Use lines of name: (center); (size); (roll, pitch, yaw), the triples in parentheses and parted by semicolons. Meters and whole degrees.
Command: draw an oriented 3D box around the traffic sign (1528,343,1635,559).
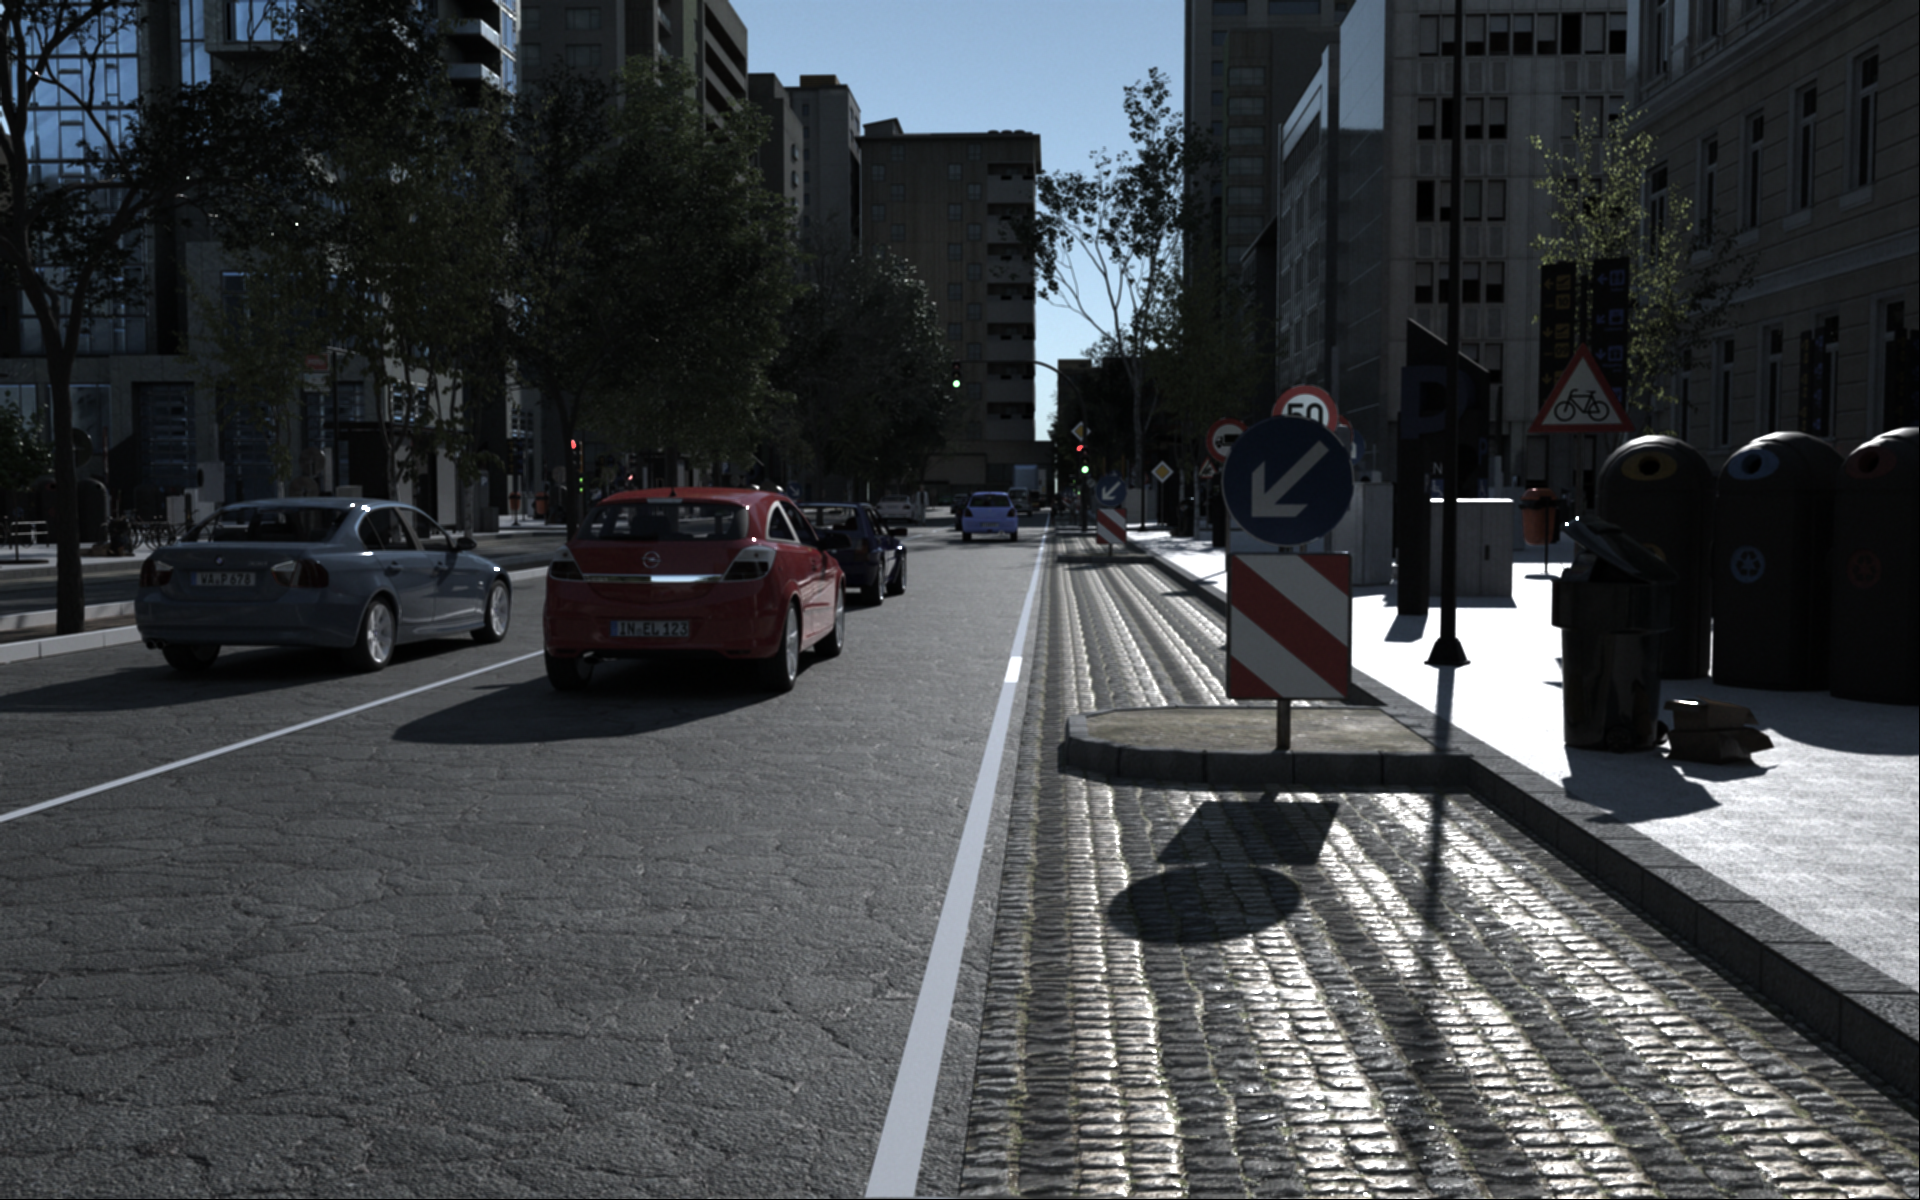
traffic sign: (5.360, -0.917, 14.994); (0.884, 2.594, 0.081); (1, 4, 9)

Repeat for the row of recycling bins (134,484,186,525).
row of recycling bins: (-33.777, -4.039, 73.154); (1.069, 1.692, 3.534); (0, 4, 3)

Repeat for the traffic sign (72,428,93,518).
traffic sign: (-17.063, -2.035, 33.381); (0.768, 2.556, 0.104); (1, 4, 10)

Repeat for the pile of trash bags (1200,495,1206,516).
pile of trash bags: (14.562, -5.578, 100.958); (3.447, 1.369, 1.912); (-2, 4, -27)

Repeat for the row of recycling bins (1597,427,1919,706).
row of recycling bins: (5.672, -0.251, 11.212); (1.069, 1.692, 3.534); (-2, 4, -31)

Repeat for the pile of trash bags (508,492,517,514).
pile of trash bags: (-21.361, -4.796, 88.174); (3.447, 1.369, 1.912); (1, 4, 12)

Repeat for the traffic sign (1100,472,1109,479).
traffic sign: (8.381, -6.047, 98.970); (0.768, 2.556, 0.104); (1, 4, 12)

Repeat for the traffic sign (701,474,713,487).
traffic sign: (-15.796, -6.597, 107.975); (0.768, 2.556, 0.104); (0, 4, 7)

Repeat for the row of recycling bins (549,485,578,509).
row of recycling bins: (-18.723, -4.622, 82.685); (1.069, 1.692, 3.534); (0, 4, 4)

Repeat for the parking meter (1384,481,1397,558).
parking meter: (8.598, -1.615, 34.820); (0.372, 1.533, 0.369); (0, 3, 0)

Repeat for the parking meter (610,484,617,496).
parking meter: (-20.740, -5.996, 103.748); (0.399, 1.863, 0.255); (0, 4, 0)

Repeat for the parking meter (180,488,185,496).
parking meter: (-30.690, -3.685, 68.665); (0.372, 1.533, 0.369); (0, 3, 0)

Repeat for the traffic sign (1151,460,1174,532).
traffic sign: (6.890, -3.537, 59.023); (0.795, 2.450, 0.064); (0, 4, 6)

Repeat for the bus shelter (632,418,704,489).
bus shelter: (-14.823, -6.708, 87.311); (2.179, 5.291, 8.768); (0, 4, 3)

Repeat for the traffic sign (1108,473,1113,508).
traffic sign: (8.498, -5.894, 96.480); (0.768, 2.556, 0.104); (0, 4, 7)

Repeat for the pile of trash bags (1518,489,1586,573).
pile of trash bags: (10.855, -1.152, 28.593); (3.447, 1.369, 1.912); (-1, 4, -11)

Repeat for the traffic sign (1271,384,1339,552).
traffic sign: (4.012, -1.229, 20.204); (0.768, 2.556, 0.104); (1, 4, 10)

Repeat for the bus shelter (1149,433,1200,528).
bus shelter: (8.580, -4.769, 69.257); (1.731, 3.624, 6.357); (0, 4, 3)

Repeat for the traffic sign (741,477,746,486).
traffic sign: (-15.357, -7.619, 124.684); (0.768, 2.556, 0.104); (0, 4, 4)

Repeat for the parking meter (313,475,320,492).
parking meter: (-20.242, -2.967, 54.224); (0.255, 1.863, 0.399); (1, 4, 17)

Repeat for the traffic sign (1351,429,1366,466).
traffic sign: (7.336, -2.015, 33.059); (0.768, 2.556, 0.104); (1, 4, 11)

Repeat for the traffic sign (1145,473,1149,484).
traffic sign: (10.345, -6.016, 98.468); (0.768, 2.556, 0.104); (1, 4, 9)

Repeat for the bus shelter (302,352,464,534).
bus shelter: (-17.291, -4.519, 51.521); (2.179, 5.291, 8.768); (0, 4, 3)

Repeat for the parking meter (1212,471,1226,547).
parking meter: (6.307, -2.212, 41.871); (0.399, 1.863, 0.255); (-3, 5, -40)

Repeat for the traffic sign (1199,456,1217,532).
traffic sign: (8.401, -3.596, 58.801); (0.884, 2.594, 0.081); (1, 4, 10)

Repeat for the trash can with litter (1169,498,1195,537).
trash can with litter: (6.655, -2.492, 52.139); (0.624, 1.170, 1.055); (-2, 4, -27)

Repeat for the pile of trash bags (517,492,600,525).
pile of trash bags: (-16.737, -3.896, 73.455); (1.912, 1.369, 3.447); (2, 4, 28)

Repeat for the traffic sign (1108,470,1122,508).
traffic sign: (8.039, -5.487, 89.821); (0.768, 2.556, 0.104); (1, 4, 11)

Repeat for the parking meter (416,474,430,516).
parking meter: (-15.478, -2.703, 49.909); (0.255, 1.863, 0.399); (-3, 5, -41)

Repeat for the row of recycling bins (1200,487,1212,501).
row of recycling bins: (15.056, -5.997, 105.161); (3.534, 1.692, 1.069); (2, 4, 25)

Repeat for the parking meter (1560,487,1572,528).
parking meter: (22.846, -3.479, 65.289); (0.372, 1.533, 0.369); (0, 3, 0)

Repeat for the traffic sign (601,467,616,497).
traffic sign: (-16.305, -4.906, 80.315); (0.768, 2.556, 0.104); (1, 4, 12)

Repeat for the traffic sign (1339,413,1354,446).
traffic sign: (5.638, -1.620, 26.594); (0.768, 2.556, 0.104); (1, 4, 12)

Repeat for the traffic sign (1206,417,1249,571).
traffic sign: (4.470, -1.758, 28.857); (0.768, 2.556, 0.104); (0, 4, 5)

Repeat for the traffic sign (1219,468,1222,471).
traffic sign: (10.325, -3.976, 67.134); (0.606, 2.300, 0.079); (0, 4, 4)

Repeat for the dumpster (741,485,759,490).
dumpster: (-13.169, -6.324, 109.160); (1.264, 1.857, 1.865); (0, 4, 3)

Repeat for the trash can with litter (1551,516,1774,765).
trash can with litter: (3.497, 0.169, 8.617); (0.624, 1.170, 1.055); (-3, 5, -42)

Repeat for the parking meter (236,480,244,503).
parking meter: (-30.300, -4.109, 72.901); (0.255, 1.863, 0.399); (-1, 4, -12)

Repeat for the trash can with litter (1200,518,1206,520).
trash can with litter: (12.150, -4.619, 86.573); (2.233, 1.210, 1.678); (-1, 4, -18)

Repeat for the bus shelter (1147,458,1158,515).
bus shelter: (10.987, -5.958, 91.343); (2.014, 3.302, 5.546); (0, 4, 3)

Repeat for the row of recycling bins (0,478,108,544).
row of recycling bins: (-23.998, -2.304, 44.791); (3.534, 1.692, 1.069); (-3, 5, -43)

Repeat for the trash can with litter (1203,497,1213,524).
trash can with litter: (10.763, -3.843, 74.224); (0.624, 1.170, 1.055); (1, 4, 13)

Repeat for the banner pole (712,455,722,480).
banner pole: (-15.677, -7.474, 112.216); (0.863, 3.779, 0.401); (-2, 4, -26)

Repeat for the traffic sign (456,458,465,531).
traffic sign: (-17.495, -3.682, 60.309); (0.768, 2.556, 0.104); (0, 4, 4)

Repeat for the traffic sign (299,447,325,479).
traffic sign: (-17.493, -2.854, 46.762); (0.768, 2.556, 0.104); (1, 4, 10)

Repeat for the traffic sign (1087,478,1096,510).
traffic sign: (10.329, -8.346, 136.568); (0.768, 2.556, 0.104); (1, 4, 12)

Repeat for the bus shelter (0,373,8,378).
bus shelter: (-19.668, -2.431, 31.038); (1.731, 3.624, 6.357); (0, 4, 3)

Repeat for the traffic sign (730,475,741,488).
traffic sign: (-14.774, -6.960, 113.902); (0.768, 2.556, 0.104); (1, 4, 8)

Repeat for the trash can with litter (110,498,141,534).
trash can with litter: (-27.507, -2.763, 56.239); (1.678, 1.210, 2.233); (-2, 4, -35)

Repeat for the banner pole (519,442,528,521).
banner pole: (-21.013, -5.716, 83.480); (0.401, 3.779, 0.863); (0, 4, -2)

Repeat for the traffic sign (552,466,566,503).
traffic sign: (-17.969, -4.754, 77.839); (0.768, 2.556, 0.104); (0, 4, 5)

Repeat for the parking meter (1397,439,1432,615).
parking meter: (4.845, -0.780, 18.461); (0.255, 1.863, 0.399); (2, 4, 30)

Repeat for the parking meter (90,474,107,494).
parking meter: (-24.755, -2.696, 49.792); (0.399, 1.863, 0.255); (-3, 5, -41)
